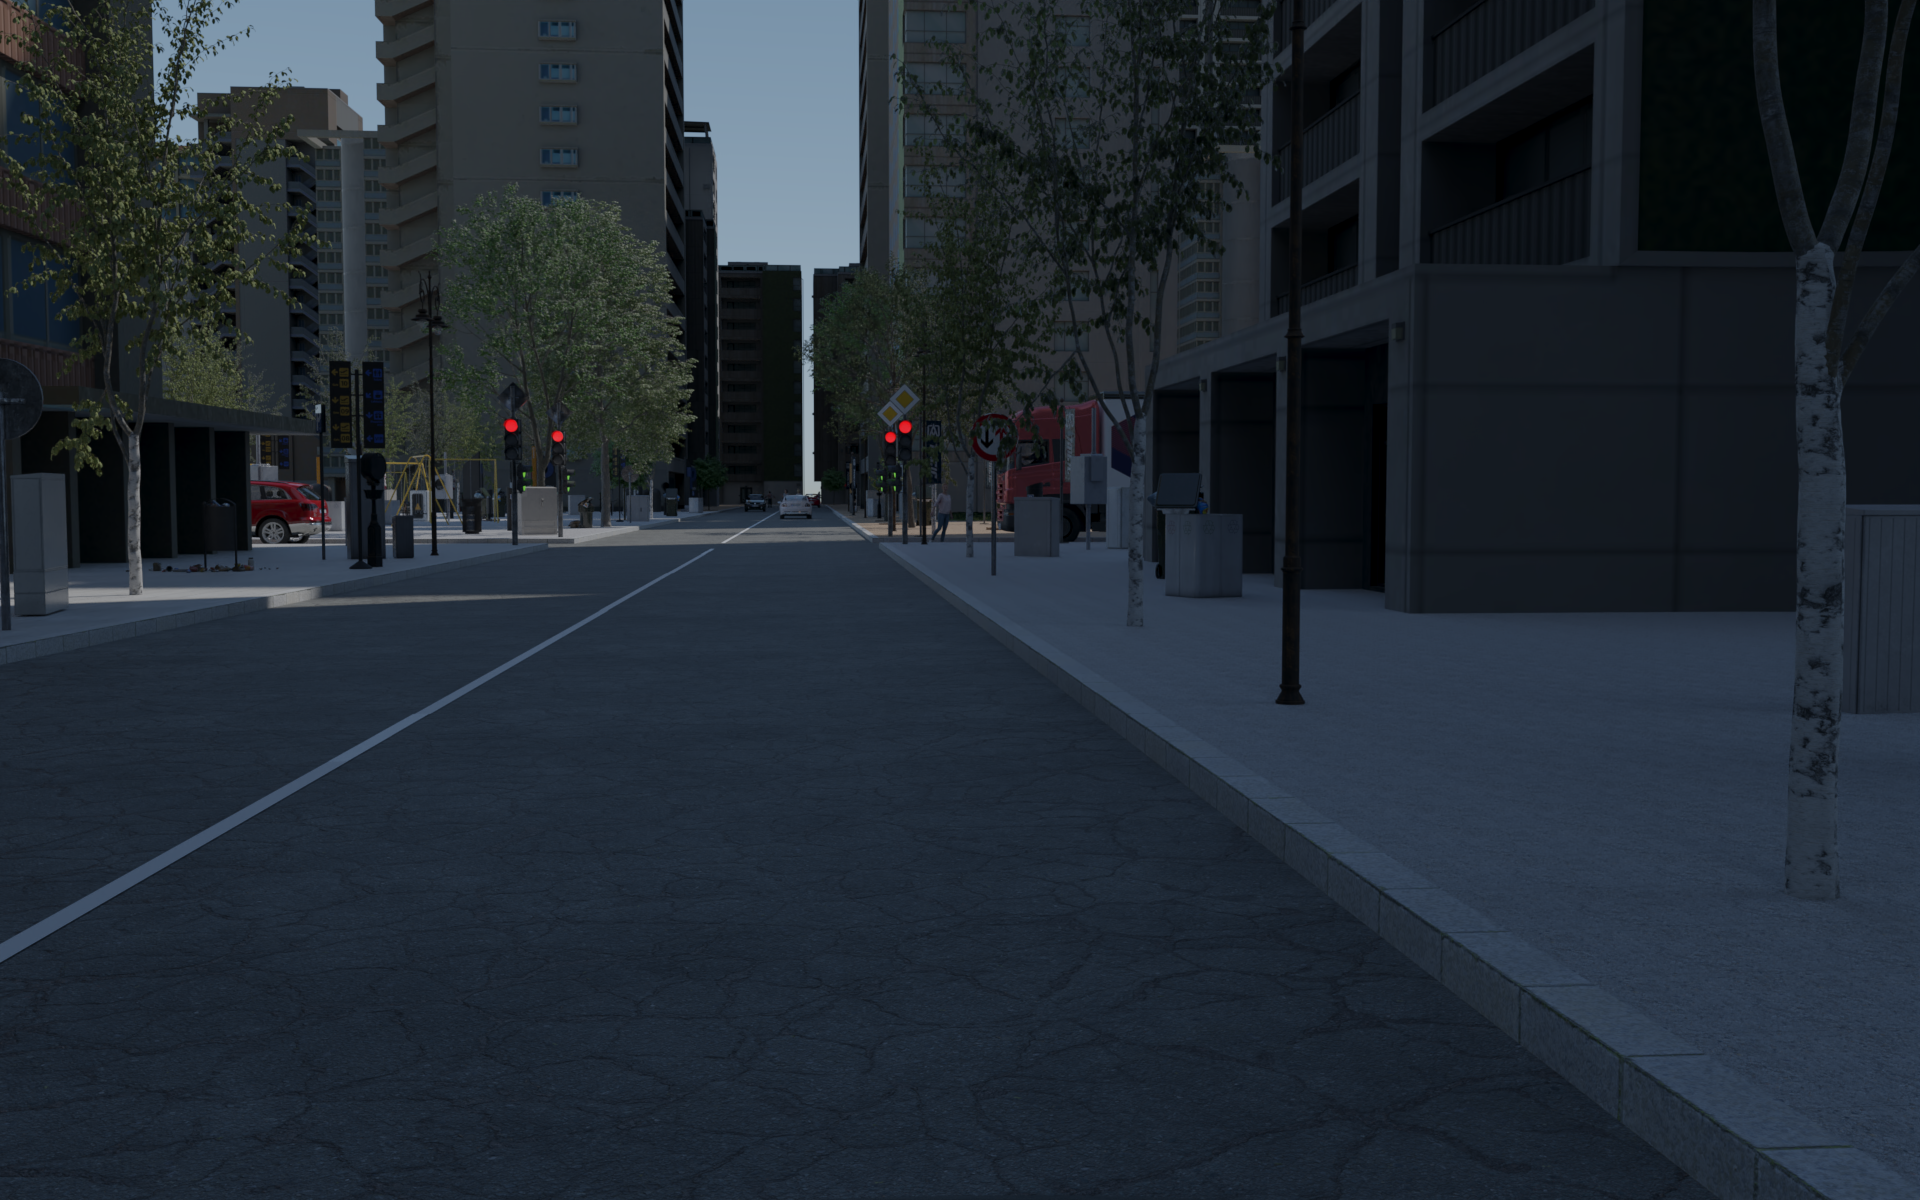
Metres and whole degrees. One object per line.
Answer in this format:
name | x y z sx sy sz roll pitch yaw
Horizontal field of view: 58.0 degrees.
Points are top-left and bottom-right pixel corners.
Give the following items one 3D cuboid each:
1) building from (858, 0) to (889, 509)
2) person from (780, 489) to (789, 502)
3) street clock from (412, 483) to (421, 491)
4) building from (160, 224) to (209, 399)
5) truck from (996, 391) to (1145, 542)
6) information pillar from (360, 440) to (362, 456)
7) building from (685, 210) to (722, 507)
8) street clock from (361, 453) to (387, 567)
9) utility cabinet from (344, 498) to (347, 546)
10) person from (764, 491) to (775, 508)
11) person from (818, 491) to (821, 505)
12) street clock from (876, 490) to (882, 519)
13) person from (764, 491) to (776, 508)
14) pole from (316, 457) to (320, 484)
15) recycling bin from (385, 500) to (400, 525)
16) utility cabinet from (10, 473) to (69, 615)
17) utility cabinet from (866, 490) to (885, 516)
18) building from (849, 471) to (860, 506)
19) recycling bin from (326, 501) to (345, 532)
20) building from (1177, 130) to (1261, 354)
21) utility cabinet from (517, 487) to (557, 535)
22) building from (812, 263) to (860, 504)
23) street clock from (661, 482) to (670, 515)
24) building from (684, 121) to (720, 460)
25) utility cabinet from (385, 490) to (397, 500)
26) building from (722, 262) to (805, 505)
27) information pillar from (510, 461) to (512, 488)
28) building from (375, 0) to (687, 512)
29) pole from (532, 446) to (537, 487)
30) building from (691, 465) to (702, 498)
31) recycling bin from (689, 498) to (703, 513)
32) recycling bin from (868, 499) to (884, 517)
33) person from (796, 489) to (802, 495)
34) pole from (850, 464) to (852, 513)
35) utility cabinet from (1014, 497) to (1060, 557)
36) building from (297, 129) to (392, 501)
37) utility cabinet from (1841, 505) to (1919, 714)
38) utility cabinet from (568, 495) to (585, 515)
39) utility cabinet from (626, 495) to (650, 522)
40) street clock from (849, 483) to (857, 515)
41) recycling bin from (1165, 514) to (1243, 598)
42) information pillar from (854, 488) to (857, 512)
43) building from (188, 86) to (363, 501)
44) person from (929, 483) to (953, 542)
building | 2.898 -31.499 138.713 21.300 48.544 21.600 0 4 -5
person | -12.251 -6.834 120.586 0.716 1.782 0.532 2 4 32
street clock | -32.163 -5.987 102.451 0.471 2.002 0.358 0 4 -3
building | -87.430 -25.423 187.367 14.107 30.474 14.160 0 4 -5
truck | 6.035 -3.651 48.615 11.283 4.237 2.839 0 4 -5
information pillar | -23.283 -4.639 67.196 0.183 3.616 0.504 -2 4 -31
building | -31.784 -24.623 174.286 14.160 30.474 14.107 0 4 -5
street clock | -10.290 -1.580 30.406 0.358 2.002 0.471 1 4 17
utility cabinet | -15.035 -1.970 43.364 0.306 1.237 1.020 0 4 8
person | -20.086 -10.606 182.622 1.217 1.736 0.721 -1 4 -20
person | -16.213 -11.639 199.461 0.621 1.740 0.551 -1 4 -17
street clock | -4.232 -5.270 90.732 0.471 2.002 0.358 -1 4 -21
person | -20.205 -10.697 184.127 1.217 1.736 0.721 -1 4 -17
pole | -35.379 -6.219 95.530 0.158 3.312 0.155 0 3 0
recycling bin | -23.966 -3.673 72.603 0.722 1.027 0.722 1 4 15
utility cabinet | -9.893 -0.607 18.610 0.318 1.500 1.173 -1 4 -17
utility cabinet | -4.822 -5.577 99.862 1.173 1.500 0.318 -1 4 -20
building | -1.824 -45.980 190.031 20.563 71.187 20.611 0 4 -5
recycling bin | -21.591 -2.881 59.663 0.722 1.027 0.722 0 4 -8
building | 34.851 -30.365 188.344 23.993 40.220 32.217 0 4 -5
utility cabinet | -13.036 -2.739 53.461 1.173 1.500 0.318 -3 4 -39
building | -11.681 -27.395 219.613 14.107 30.474 14.160 0 4 -5
street clock | -17.849 -6.141 104.973 0.471 2.002 0.358 -2 4 -32
building | -33.872 -31.076 191.692 14.086 41.232 14.154 0 4 -5
utility cabinet | -29.529 -4.946 89.544 0.318 1.500 1.173 0 4 6
building | -26.753 -27.321 218.395 14.107 30.474 14.160 0 4 -5
information pillar | -32.228 -8.131 124.304 0.183 3.616 0.504 -1 4 -21
building | -32.944 -31.278 135.096 21.300 48.544 21.600 0 4 -5
pole | -18.093 -4.882 73.669 0.158 3.312 0.155 0 3 0
building | -34.009 -43.866 155.458 20.563 71.187 20.611 0 4 -5
recycling bin | -17.803 -6.378 116.827 0.722 1.027 0.722 1 4 20
recycling bin | -4.701 -5.150 96.749 0.722 1.027 0.722 -2 4 -28
person | -10.365 -6.363 113.210 0.598 1.740 0.731 3 5 43
pole | -7.265 -7.458 115.787 0.158 3.312 0.155 0 3 0
utility cabinet | 1.585 -1.498 35.661 1.020 1.237 0.306 3 5 44
building | -52.398 -29.923 181.122 23.993 40.220 32.217 0 4 -5
utility cabinet | 5.691 0.054 10.276 1.020 1.237 0.306 -1 4 -12
utility cabinet | -23.451 -5.798 105.952 1.020 1.237 0.306 -3 5 -42
utility cabinet | -15.074 -4.276 81.072 1.020 1.237 0.306 0 4 8
street clock | -6.529 -6.201 105.954 0.471 2.002 0.358 0 3 0
recycling bin | 3.057 -0.561 21.720 0.722 1.027 0.722 -2 4 -27
information pillar | -7.338 -7.128 121.029 0.304 2.012 0.304 0 4 5
building | -73.273 -32.867 187.491 14.200 45.320 14.600 0 4 -5
person | -0.594 -2.327 47.225 0.598 1.740 0.731 2 4 32
